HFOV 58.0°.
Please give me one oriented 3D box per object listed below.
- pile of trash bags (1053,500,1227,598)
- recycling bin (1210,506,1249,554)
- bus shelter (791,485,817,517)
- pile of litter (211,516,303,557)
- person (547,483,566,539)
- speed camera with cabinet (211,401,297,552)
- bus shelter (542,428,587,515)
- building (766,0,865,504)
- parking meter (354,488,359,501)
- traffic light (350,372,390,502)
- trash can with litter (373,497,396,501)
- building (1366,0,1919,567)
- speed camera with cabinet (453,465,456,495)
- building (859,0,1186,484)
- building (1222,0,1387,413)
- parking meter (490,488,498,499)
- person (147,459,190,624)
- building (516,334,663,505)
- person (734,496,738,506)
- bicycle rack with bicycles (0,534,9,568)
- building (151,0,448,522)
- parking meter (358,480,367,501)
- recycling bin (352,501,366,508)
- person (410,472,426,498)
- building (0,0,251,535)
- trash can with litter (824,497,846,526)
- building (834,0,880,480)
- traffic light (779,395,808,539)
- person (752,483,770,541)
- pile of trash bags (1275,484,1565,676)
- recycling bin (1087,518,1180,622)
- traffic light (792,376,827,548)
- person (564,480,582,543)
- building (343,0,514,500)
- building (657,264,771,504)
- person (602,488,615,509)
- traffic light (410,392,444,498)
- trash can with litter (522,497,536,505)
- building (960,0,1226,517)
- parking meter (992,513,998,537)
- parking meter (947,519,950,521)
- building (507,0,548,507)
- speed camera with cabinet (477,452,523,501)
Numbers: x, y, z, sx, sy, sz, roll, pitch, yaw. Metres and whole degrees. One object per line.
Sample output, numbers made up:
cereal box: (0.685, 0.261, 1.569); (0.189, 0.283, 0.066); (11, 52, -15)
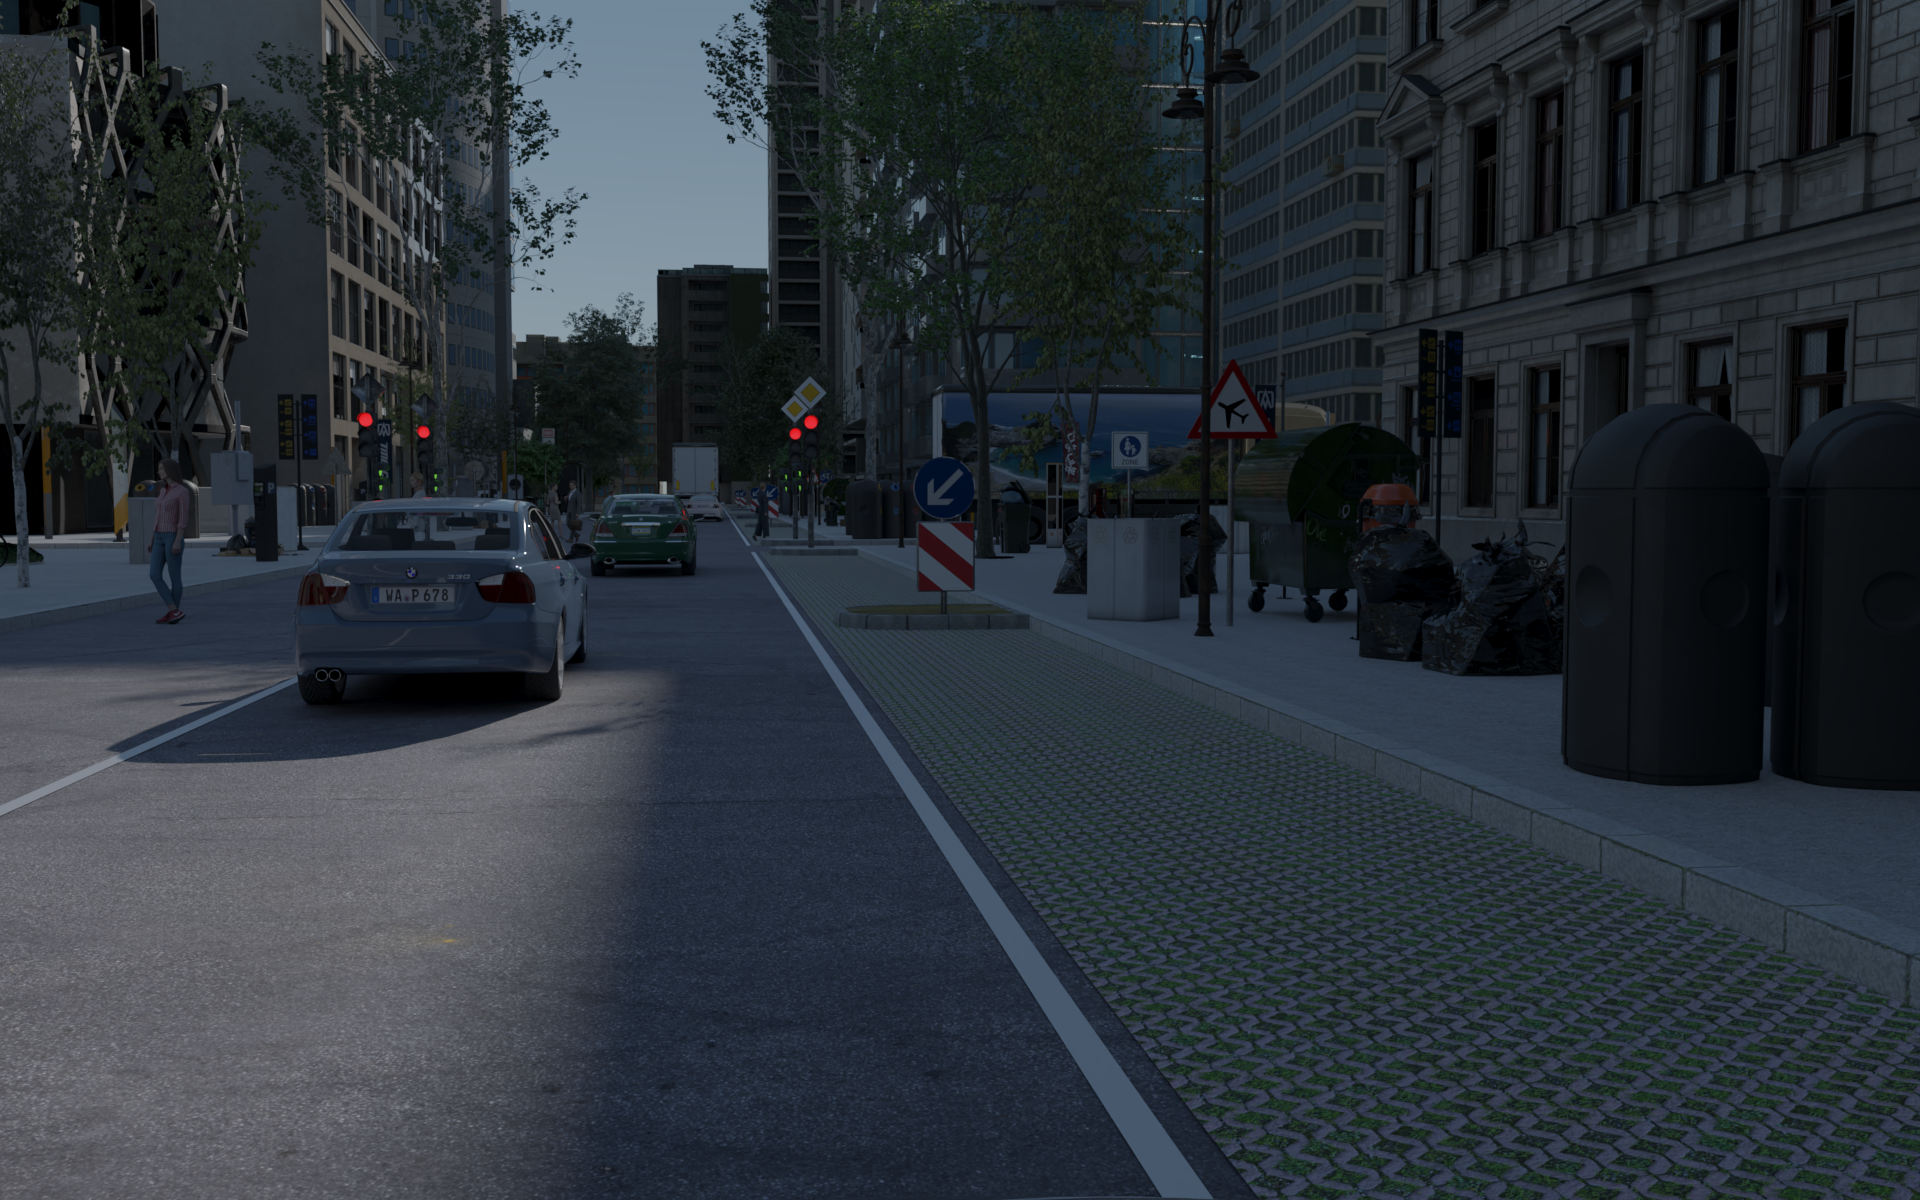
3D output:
pile of trash bags: (2.806, -0.748, 21.987); (3.447, 1.369, 1.912); (3, 5, 44)
recycling bin: (5.850, -1.518, 37.379); (0.722, 1.027, 0.722); (3, 4, 37)
bus shelter: (-9.325, -6.741, 101.493); (1.731, 3.624, 6.357); (0, 4, -8)
pile of litter: (-14.594, -1.348, 36.003); (1.719, 0.858, 1.176); (-1, 4, -9)
person: (-12.794, -2.815, 54.868); (0.599, 1.781, 0.374); (3, 5, 41)
speed camera with cabinet: (-15.324, -2.647, 37.609); (0.660, 3.252, 2.038); (1, 4, 18)
bus shelter: (-24.770, -8.002, 108.458); (2.179, 5.291, 8.768); (0, 4, -8)
building: (-14.492, -48.174, 225.895); (20.611, 71.187, 20.563); (0, 4, -8)
parking meter: (-26.268, -4.115, 75.685); (0.372, 1.533, 0.369); (0, 3, 0)
traffic light: (-13.594, -3.117, 39.891); (0.839, 4.253, 0.868); (0, 4, -8)
trash can with litter: (-20.901, -3.129, 62.550); (0.624, 1.170, 1.055); (0, 4, 7)
building: (14.100, -9.839, 25.499); (10.561, 19.102, 19.286); (0, 4, -8)
speed camera with cabinet: (-33.705, -7.453, 116.194); (0.660, 3.252, 2.038); (-1, 4, -14)
building: (3.679, -32.474, 150.552); (23.786, 49.044, 30.456); (0, 4, -8)
building: (24.944, -23.180, 70.869); (23.993, 40.220, 32.217); (0, 4, -8)
parking meter: (-20.584, -4.160, 76.431); (0.372, 1.533, 0.369); (0, 3, 0)
person: (-8.779, -0.652, 19.175); (0.555, 1.821, 0.388); (1, 4, 20)
building: (-53.684, -23.231, 224.870); (28.899, 21.520, 27.650); (0, 4, -8)
person: (-24.744, -11.237, 192.737); (0.721, 1.766, 1.217); (2, 4, 29)
bicycle rack with bicycles: (-17.157, -0.926, 28.530); (2.852, 0.926, 2.925); (2, 4, 31)
building: (-39.768, -17.560, 91.625); (19.350, 26.468, 34.151); (0, 4, -8)
parking meter: (-25.100, -4.111, 72.933); (0.399, 1.863, 0.255); (0, 4, 2)
recycling bin: (-20.581, -2.907, 60.089); (0.722, 1.027, 0.722); (3, 5, 40)
person: (-8.710, -1.168, 27.953); (0.624, 1.780, 0.694); (0, 4, -1)
building: (-34.482, -11.825, 60.793); (16.820, 18.784, 16.811); (0, 4, -8)
trash can with litter: (-4.871, -3.523, 68.993); (1.055, 1.170, 0.624); (1, 4, 13)
building: (2.109, -36.151, 180.305); (28.713, 52.752, 27.495); (0, 4, -8)
traffic light: (-4.707, -3.689, 49.228); (0.839, 4.253, 0.868); (0, 4, -8)
person: (-6.035, -2.685, 52.821); (0.576, 1.772, 0.534); (2, 4, 32)
pile of trash bags: (4.013, -0.254, 13.900); (1.912, 1.369, 3.447); (-1, 4, -11)
recycling bin: (1.788, -0.322, 17.819); (0.722, 1.027, 0.722); (3, 4, 38)
traffic light: (-3.585, -3.205, 41.322); (0.839, 4.253, 0.868); (0, 4, -8)
person: (-11.344, -2.596, 50.905); (0.622, 1.834, 0.822); (2, 4, 26)
building: (-46.858, -36.112, 132.430); (21.231, 58.520, 28.212); (0, 4, -8)
building: (-31.467, -27.485, 221.081); (14.107, 30.474, 14.160); (0, 4, -8)
person: (-9.845, -2.359, 48.885); (0.330, 1.601, 0.589); (-3, 5, -40)
traffic light: (-14.716, -3.601, 47.797); (0.839, 4.253, 0.868); (0, 4, -8)
trash can with litter: (-19.263, -4.046, 77.534); (0.624, 1.170, 1.055); (0, 4, 1)
building: (7.882, -29.944, 109.193); (23.786, 49.044, 30.456); (0, 4, -8)
parking meter: (0.978, -2.800, 51.495); (0.399, 1.863, 0.255); (0, 4, 1)
parking meter: (-0.526, -3.182, 60.433); (0.372, 1.533, 0.369); (0, 3, 0)
building: (-57.573, -52.665, 173.742); (31.000, 86.520, 22.319); (0, 4, -8)
speed camera with cabinet: (-21.472, -5.294, 80.893); (2.038, 3.252, 0.660); (-1, 4, -11)
